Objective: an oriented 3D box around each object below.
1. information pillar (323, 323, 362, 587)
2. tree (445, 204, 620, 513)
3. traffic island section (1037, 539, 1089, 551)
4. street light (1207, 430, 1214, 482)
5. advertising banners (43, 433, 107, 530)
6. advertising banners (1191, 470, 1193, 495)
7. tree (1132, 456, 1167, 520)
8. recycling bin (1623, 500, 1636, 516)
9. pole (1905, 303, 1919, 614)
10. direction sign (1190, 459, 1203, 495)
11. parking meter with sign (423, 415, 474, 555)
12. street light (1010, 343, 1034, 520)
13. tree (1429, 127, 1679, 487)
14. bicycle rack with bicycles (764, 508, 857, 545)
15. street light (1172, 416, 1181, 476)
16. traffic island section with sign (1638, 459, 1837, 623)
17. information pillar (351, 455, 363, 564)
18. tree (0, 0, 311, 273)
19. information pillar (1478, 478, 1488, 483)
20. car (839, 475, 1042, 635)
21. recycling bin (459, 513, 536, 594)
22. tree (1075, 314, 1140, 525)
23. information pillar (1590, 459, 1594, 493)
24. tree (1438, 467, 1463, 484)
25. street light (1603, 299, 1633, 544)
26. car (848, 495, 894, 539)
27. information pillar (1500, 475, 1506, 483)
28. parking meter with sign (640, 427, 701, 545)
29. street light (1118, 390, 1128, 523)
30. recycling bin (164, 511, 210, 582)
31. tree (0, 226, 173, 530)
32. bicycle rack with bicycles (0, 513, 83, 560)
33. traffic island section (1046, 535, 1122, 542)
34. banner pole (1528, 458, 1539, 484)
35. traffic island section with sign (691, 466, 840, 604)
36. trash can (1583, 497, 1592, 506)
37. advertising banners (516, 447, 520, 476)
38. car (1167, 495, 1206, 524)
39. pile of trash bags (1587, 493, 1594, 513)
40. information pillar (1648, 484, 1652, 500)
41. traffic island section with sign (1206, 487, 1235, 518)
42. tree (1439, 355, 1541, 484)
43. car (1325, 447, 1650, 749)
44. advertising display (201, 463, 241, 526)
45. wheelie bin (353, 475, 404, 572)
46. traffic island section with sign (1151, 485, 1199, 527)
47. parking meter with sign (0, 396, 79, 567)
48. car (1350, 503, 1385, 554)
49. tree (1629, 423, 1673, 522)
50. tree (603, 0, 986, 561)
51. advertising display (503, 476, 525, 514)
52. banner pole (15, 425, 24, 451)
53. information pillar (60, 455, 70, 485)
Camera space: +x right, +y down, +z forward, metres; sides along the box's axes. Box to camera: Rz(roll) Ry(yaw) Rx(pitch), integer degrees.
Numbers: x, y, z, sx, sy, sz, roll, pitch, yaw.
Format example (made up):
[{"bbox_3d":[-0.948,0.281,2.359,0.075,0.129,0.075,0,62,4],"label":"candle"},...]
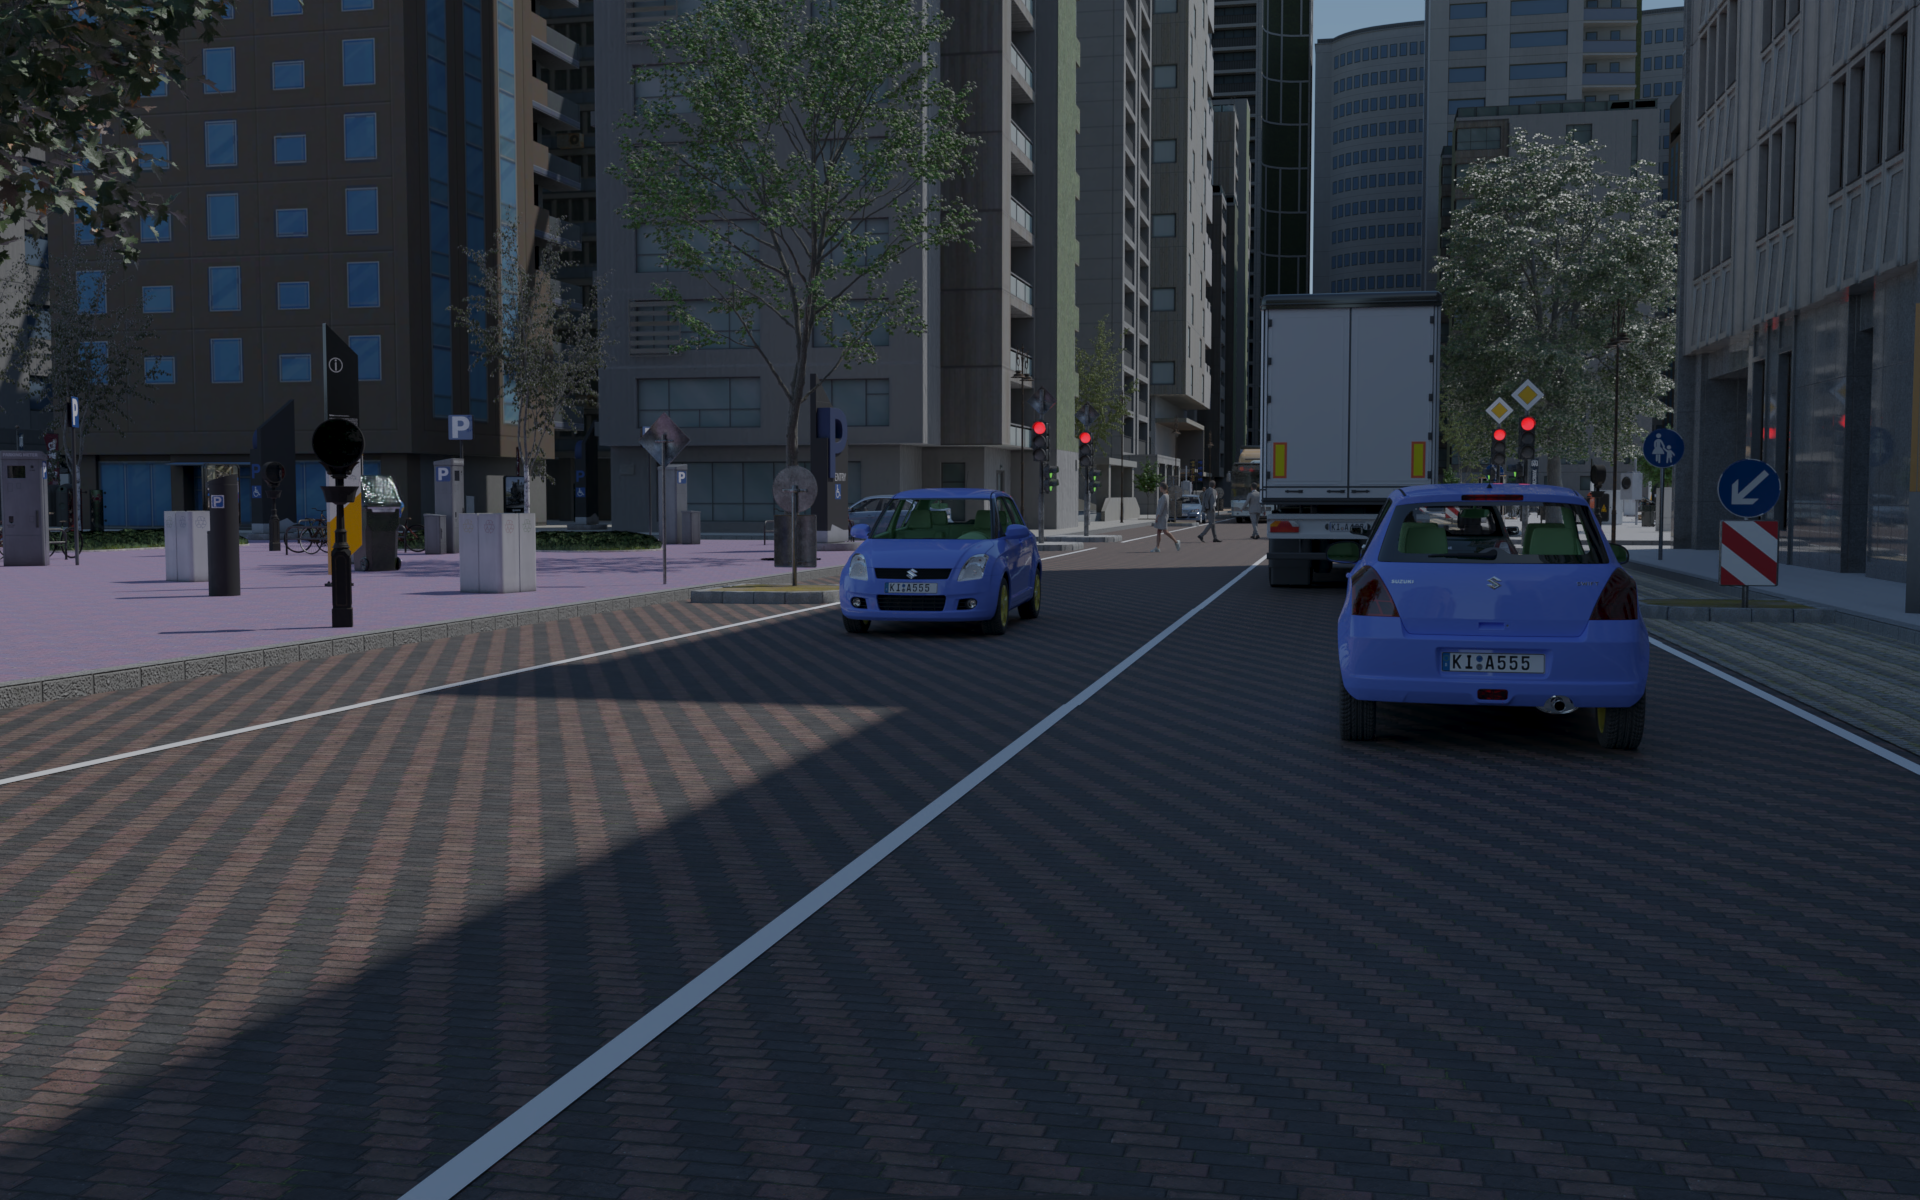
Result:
[{"bbox_3d":[-8.579,-1.999,24.041,0.183,3.616,0.504,3,5,43],"label":"information pillar"},{"bbox_3d":[-11.090,-5.797,45.139,4.360,8.622,3.978,0,3,0],"label":"tree"},{"bbox_3d":[2.090,-1.391,45.025,2.009,0.180,2.903,1,4,13],"label":"traffic island section"},{"bbox_3d":[18.096,-9.335,125.422,0.468,5.910,1.993,1,4,13],"label":"street light"},{"bbox_3d":[-25.822,-3.324,50.539,0.090,3.025,2.074,1,4,23],"label":"advertising banners"},{"bbox_3d":[14.601,-6.905,109.091,0.090,3.025,2.074,0,4,8],"label":"advertising banners"},{"bbox_3d":[9.419,-5.666,87.239,1.663,3.219,1.824,0,3,0],"label":"tree"},{"bbox_3d":[39.493,-5.478,102.116,0.722,1.027,0.722,1,4,17],"label":"recycling bin"},{"bbox_3d":[10.302,-1.512,18.560,0.158,3.312,0.155,0,3,0],"label":"pole"},{"bbox_3d":[15.362,-7.382,112.697,0.876,3.537,0.379,-1,4,-14],"label":"direction sign"},{"bbox_3d":[-11.050,-2.514,37.369,0.543,3.016,1.738,0,4,5],"label":"parking meter with sign"},{"bbox_3d":[1.921,-4.928,53.361,0.468,5.910,1.993,1,4,13],"label":"street light"},{"bbox_3d":[20.461,-9.343,59.421,9.857,13.997,8.962,0,3,0],"label":"tree"},{"bbox_3d":[-3.653,-1.883,44.172,2.852,0.926,2.925,1,4,16],"label":"bicycle rack with bicycles"},{"bbox_3d":[12.602,-7.850,101.135,0.468,5.910,1.993,1,4,13],"label":"street light"},{"bbox_3d":[8.898,-0.707,20.185,1.989,1.847,2.006,1,4,13],"label":"traffic island section with sign"},{"bbox_3d":[-11.092,-1.662,31.674,0.304,2.012,0.304,0,4,-6],"label":"information pillar"},{"bbox_3d":[-8.275,-5.602,8.600,9.611,12.733,9.660,0,3,0],"label":"tree"},{"bbox_3d":[23.220,-4.432,76.953,0.304,2.012,0.304,-1,4,-9],"label":"information pillar"},{"bbox_3d":[-0.148,-0.568,18.872,1.945,1.707,3.694,1,4,11],"label":"car"},{"bbox_3d":[-6.059,-0.621,22.703,0.722,1.027,0.722,2,4,26],"label":"recycling bin"},{"bbox_3d":[5.360,-7.422,71.719,4.737,8.622,4.395,0,3,0],"label":"tree"},{"bbox_3d":[41.691,-7.516,114.237,0.183,3.616,0.504,3,4,37],"label":"information pillar"},{"bbox_3d":[31.466,-7.160,111.667,1.663,3.219,1.824,0,3,0],"label":"tree"},{"bbox_3d":[15.587,-4.181,41.147,0.468,5.910,1.993,1,4,13],"label":"street light"},{"bbox_3d":[-2.435,-2.335,50.174,4.499,1.417,2.014,1,4,11],"label":"car"},{"bbox_3d":[21.161,-3.871,67.782,0.304,2.012,0.304,2,4,32],"label":"information pillar"},{"bbox_3d":[-7.379,-2.945,44.409,1.738,3.016,0.543,3,4,36],"label":"parking meter with sign"},{"bbox_3d":[7.220,-6.382,77.133,0.468,5.910,1.993,1,4,13],"label":"street light"},{"bbox_3d":[-11.232,-0.797,25.593,0.722,1.027,0.722,3,4,36],"label":"recycling bin"},{"bbox_3d":[-23.998,-5.923,47.197,4.360,8.622,3.978,0,3,0],"label":"tree"},{"bbox_3d":[-18.460,-1.235,33.574,2.852,0.926,2.925,2,4,34],"label":"bicycle rack with bicycles"},{"bbox_3d":[3.831,-1.868,52.819,2.009,0.180,2.903,1,4,13],"label":"traffic island section"},{"bbox_3d":[35.157,-7.124,106.497,0.863,3.779,0.401,0,4,6],"label":"banner pole"},{"bbox_3d":[-2.373,-0.910,23.500,1.989,1.847,2.006,1,4,13],"label":"traffic island section with sign"},{"bbox_3d":[26.342,-3.771,73.307,0.748,1.137,0.748,0,3,0],"label":"trash can"},{"bbox_3d":[-16.634,-4.184,64.602,0.090,3.025,2.074,-2,4,-25],"label":"advertising banners"},{"bbox_3d":[11.065,-4.448,84.725,2.014,1.417,4.499,1,4,13],"label":"car"},{"bbox_3d":[37.753,-6.017,108.131,3.447,1.369,1.912,0,4,-2],"label":"pile of trash bags"},{"bbox_3d":[41.177,-6.850,103.344,0.183,3.616,0.504,2,4,32],"label":"information pillar"},{"bbox_3d":[15.503,-5.805,103.538,1.989,1.847,2.006,1,4,13],"label":"traffic island section with sign"},{"bbox_3d":[25.931,-8.094,82.704,4.737,8.622,4.395,0,3,0],"label":"tree"},{"bbox_3d":[3.330,-0.096,11.160,1.945,1.707,3.694,1,4,13],"label":"car"},{"bbox_3d":[-15.496,-1.905,36.364,0.123,1.923,0.974,1,4,19],"label":"advertising display"},{"bbox_3d":[-9.808,-1.285,28.924,0.693,1.594,0.980,3,5,43],"label":"wheelie bin"},{"bbox_3d":[9.634,-4.196,77.227,1.989,1.847,2.006,1,4,13],"label":"traffic island section with sign"},{"bbox_3d":[-16.686,-2.116,30.864,1.738,3.016,0.543,-1,4,-16],"label":"parking meter with sign"},{"bbox_3d":[5.694,-0.671,20.755,2.009,1.686,4.222,1,4,13],"label":"car"},{"bbox_3d":[32.684,-5.889,79.994,4.285,4.588,4.351,0,3,0],"label":"tree"},{"bbox_3d":[-3.117,-6.566,33.109,9.928,11.665,9.643,0,3,0],"label":"tree"},{"bbox_3d":[-15.628,-3.403,60.856,0.123,1.923,0.974,2,4,35],"label":"advertising display"},{"bbox_3d":[-33.983,-4.444,62.680,0.401,3.779,0.863,-3,5,-44],"label":"banner pole"},{"bbox_3d":[-36.776,-4.878,71.111,0.504,3.616,0.183,1,4,11],"label":"information pillar"}]
